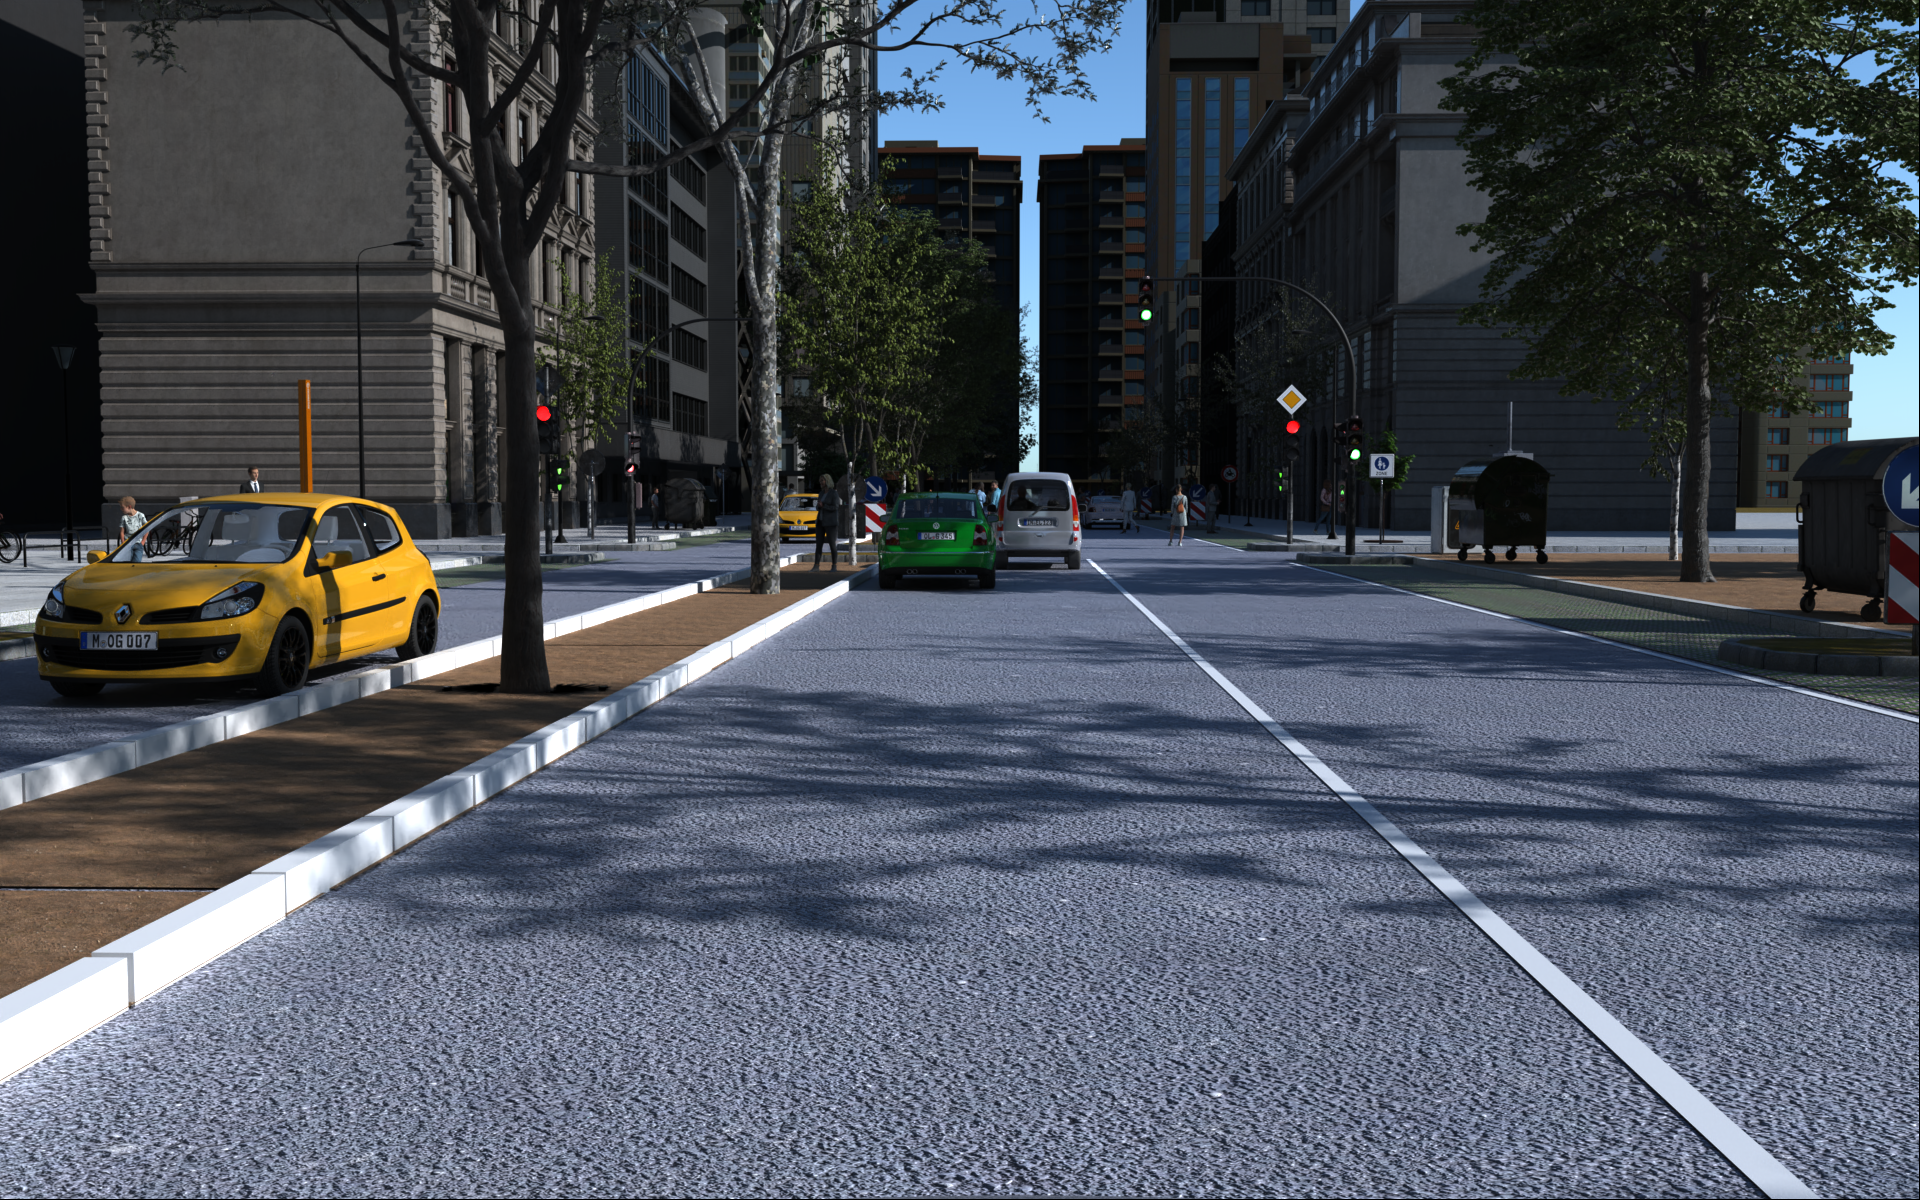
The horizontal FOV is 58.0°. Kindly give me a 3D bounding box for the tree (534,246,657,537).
[{"bbox_3d":[-11.177,-6.222,52.095,4.737,8.622,4.395,0,3,0],"label":"tree"}]

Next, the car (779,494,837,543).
[{"bbox_3d":[-4.626,-2.534,51.662,2.015,1.641,3.980,0,4,0],"label":"car"}]

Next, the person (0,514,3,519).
[{"bbox_3d":[-16.565,-1.388,29.005,0.850,1.792,0.678,0,4,0],"label":"person"}]

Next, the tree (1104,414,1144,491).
[{"bbox_3d":[14.684,-12.430,153.589,4.737,8.622,4.395,0,3,0],"label":"tree"}]

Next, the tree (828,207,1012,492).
[{"bbox_3d":[-1.680,-9.054,68.624,7.486,12.596,7.792,0,3,0],"label":"tree"}]

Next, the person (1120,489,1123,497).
[{"bbox_3d":[15.602,-9.732,165.895,0.721,1.736,1.217,1,4,22],"label":"person"}]

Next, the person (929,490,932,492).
[{"bbox_3d":[-2.253,-7.439,130.678,0.990,1.755,0.434,0,4,1],"label":"person"}]

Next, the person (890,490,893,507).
[{"bbox_3d":[-6.807,-10.216,173.781,0.721,1.736,1.217,0,4,3],"label":"person"}]

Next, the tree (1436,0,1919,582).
[{"bbox_3d":[10.512,-6.514,24.633,7.486,12.596,7.792,0,3,0],"label":"tree"}]

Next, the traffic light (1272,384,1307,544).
[{"bbox_3d":[8.444,-3.390,44.344,0.839,4.253,0.868,0,4,2],"label":"traffic light"}]

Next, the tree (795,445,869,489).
[{"bbox_3d":[-8.691,-7.663,109.007,4.285,4.588,4.351,0,3,0],"label":"tree"}]

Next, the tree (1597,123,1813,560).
[{"bbox_3d":[14.123,-5.087,33.536,4.360,8.622,3.978,0,3,0],"label":"tree"}]

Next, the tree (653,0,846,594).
[{"bbox_3d":[-3.974,-10.197,25.065,12.611,20.169,13.585,0,3,0],"label":"tree"}]

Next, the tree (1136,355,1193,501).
[{"bbox_3d":[11.751,-8.494,89.238,4.360,8.622,3.978,0,3,0],"label":"tree"}]

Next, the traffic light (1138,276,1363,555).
[{"bbox_3d":[6.094,-3.769,36.289,4.771,5.953,1.251,0,4,2],"label":"traffic light"}]

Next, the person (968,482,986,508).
[{"bbox_3d":[0.427,-2.509,49.782,0.793,1.790,0.793,-3,4,-37],"label":"person"}]

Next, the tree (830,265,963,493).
[{"bbox_3d":[-1.823,-6.252,55.043,4.360,8.622,3.978,0,3,0],"label":"tree"}]

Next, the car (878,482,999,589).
[{"bbox_3d":[-0.340,-1.153,27.647,1.959,1.807,4.718,0,4,0],"label":"car"}]

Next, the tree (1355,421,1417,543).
[{"bbox_3d":[11.286,-3.126,45.719,1.663,3.219,1.824,0,3,0],"label":"tree"}]

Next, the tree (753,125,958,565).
[{"bbox_3d":[-2.113,-4.972,34.119,4.737,8.622,4.395,0,3,0],"label":"tree"}]

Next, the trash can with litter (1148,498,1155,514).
[{"bbox_3d":[12.591,-6.269,113.888,0.624,1.170,1.055,1,4,9],"label":"trash can with litter"}]

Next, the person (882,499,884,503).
[{"bbox_3d":[-8.468,-11.158,191.701,0.421,1.427,0.697,1,4,13],"label":"person"}]

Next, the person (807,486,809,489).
[{"bbox_3d":[-9.791,-6.467,112.191,0.576,1.772,0.534,-1,4,-10],"label":"person"}]

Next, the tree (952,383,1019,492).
[{"bbox_3d":[-0.218,-10.537,100.497,9.928,11.665,9.643,0,3,0],"label":"tree"}]

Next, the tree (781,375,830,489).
[{"bbox_3d":[-8.799,-9.370,103.554,4.360,8.622,3.978,0,3,0],"label":"tree"}]

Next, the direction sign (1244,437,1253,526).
[{"bbox_3d":[11.528,-4.715,69.092,0.379,3.537,0.876,1,4,18],"label":"direction sign"}]

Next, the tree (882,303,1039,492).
[{"bbox_3d":[-0.656,-10.449,90.311,9.611,12.733,9.660,0,3,0],"label":"tree"}]

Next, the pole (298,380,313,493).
[{"bbox_3d":[-11.704,-2.273,31.002,0.158,3.312,0.155,0,3,0],"label":"pole"}]

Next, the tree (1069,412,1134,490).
[{"bbox_3d":[16.291,-15.990,195.856,8.767,10.594,7.601,1,4,14],"label":"tree"}]

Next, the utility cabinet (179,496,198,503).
[{"bbox_3d":[-19.984,-2.063,44.900,0.306,1.237,1.020,-1,4,-15],"label":"utility cabinet"}]

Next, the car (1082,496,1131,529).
[{"bbox_3d":[6.047,-3.626,71.642,2.083,1.381,4.827,0,4,2],"label":"car"}]

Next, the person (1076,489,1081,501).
[{"bbox_3d":[7.651,-6.209,110.263,0.600,1.795,0.529,1,4,16],"label":"person"}]

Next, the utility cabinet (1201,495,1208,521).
[{"bbox_3d":[11.581,-4.334,82.015,0.306,1.237,1.020,0,4,5],"label":"utility cabinet"}]

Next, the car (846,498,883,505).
[{"bbox_3d":[-4.442,-4.040,74.731,2.281,1.827,5.304,0,4,3],"label":"car"}]

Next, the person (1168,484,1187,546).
[{"bbox_3d":[6.063,-2.355,48.005,0.512,1.701,0.522,-1,4,-9],"label":"person"}]

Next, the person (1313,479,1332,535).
[{"bbox_3d":[11.447,-2.923,54.416,0.643,1.750,0.593,2,4,35],"label":"person"}]

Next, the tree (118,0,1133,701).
[{"bbox_3d":[-3.114,-6.062,11.946,12.009,13.543,11.850,0,3,0],"label":"tree"}]

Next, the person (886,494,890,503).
[{"bbox_3d":[-7.348,-10.070,170.697,0.705,1.823,1.348,3,4,36],"label":"person"}]

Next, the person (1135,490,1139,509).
[{"bbox_3d":[15.781,-8.897,152.188,1.217,1.739,0.721,-3,4,-36],"label":"person"}]

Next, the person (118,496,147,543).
[{"bbox_3d":[-11.163,-0.776,23.411,0.332,1.250,0.352,1,4,13],"label":"person"}]

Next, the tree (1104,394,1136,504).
[{"bbox_3d":[13.129,-10.622,124.025,4.360,8.622,3.978,0,3,0],"label":"tree"}]

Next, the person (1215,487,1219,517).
[{"bbox_3d":[14.428,-5.623,98.155,0.526,1.800,0.537,2,4,26],"label":"person"}]

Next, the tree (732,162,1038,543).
[{"bbox_3d":[-2.234,-6.756,47.327,8.767,10.594,7.601,0,4,2],"label":"tree"}]

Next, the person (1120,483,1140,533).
[{"bbox_3d":[6.147,-3.324,62.731,0.818,1.842,0.514,3,5,43],"label":"person"}]

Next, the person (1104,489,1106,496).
[{"bbox_3d":[16.028,-11.357,191.357,0.705,1.869,1.348,0,4,-8],"label":"person"}]

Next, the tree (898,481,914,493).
[{"bbox_3d":[-6.311,-12.315,195.949,1.663,3.219,1.824,0,3,0],"label":"tree"}]

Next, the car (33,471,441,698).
[{"bbox_3d":[-5.465,-0.196,13.431,2.015,1.641,3.980,0,4,3],"label":"car"}]

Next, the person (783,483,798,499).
[{"bbox_3d":[-6.431,-3.519,65.881,0.661,1.843,0.795,0,4,-4],"label":"person"}]

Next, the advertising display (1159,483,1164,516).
[{"bbox_3d":[12.013,-5.997,103.262,0.123,1.923,0.974,1,4,15],"label":"advertising display"}]

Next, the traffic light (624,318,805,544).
[{"bbox_3d":[-6.415,-4.292,44.839,4.771,5.953,1.251,0,4,2],"label":"traffic light"}]

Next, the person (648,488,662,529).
[{"bbox_3d":[-11.082,-3.327,63.029,0.523,1.515,0.503,-2,4,-24],"label":"person"}]

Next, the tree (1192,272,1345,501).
[{"bbox_3d":[10.800,-6.555,57.532,4.360,8.622,3.978,0,3,0],"label":"tree"}]

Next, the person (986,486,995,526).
[{"bbox_3d":[1.201,-3.205,61.457,0.519,1.759,0.362,1,4,22],"label":"person"}]

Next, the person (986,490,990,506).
[{"bbox_3d":[2.615,-8.862,153.919,0.617,1.759,0.750,0,4,5],"label":"person"}]

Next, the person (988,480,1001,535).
[{"bbox_3d":[1.114,-2.621,51.222,0.748,1.841,0.638,3,5,44],"label":"person"}]

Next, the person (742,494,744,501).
[{"bbox_3d":[-15.443,-6.995,120.185,0.659,1.850,0.755,2,4,33],"label":"person"}]

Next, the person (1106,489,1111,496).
[{"bbox_3d":[15.949,-11.018,186.189,0.705,1.824,1.348,2,4,32],"label":"person"}]

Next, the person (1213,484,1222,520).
[{"bbox_3d":[12.868,-4.961,87.546,0.661,1.777,0.834,-1,4,-13],"label":"person"}]

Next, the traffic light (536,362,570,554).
[{"bbox_3d":[-8.765,-2.934,36.890,0.839,4.253,0.868,0,4,2],"label":"traffic light"}]

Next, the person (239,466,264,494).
[{"bbox_3d":[-14.488,-1.826,35.677,0.755,1.850,0.659,3,5,40],"label":"person"}]
